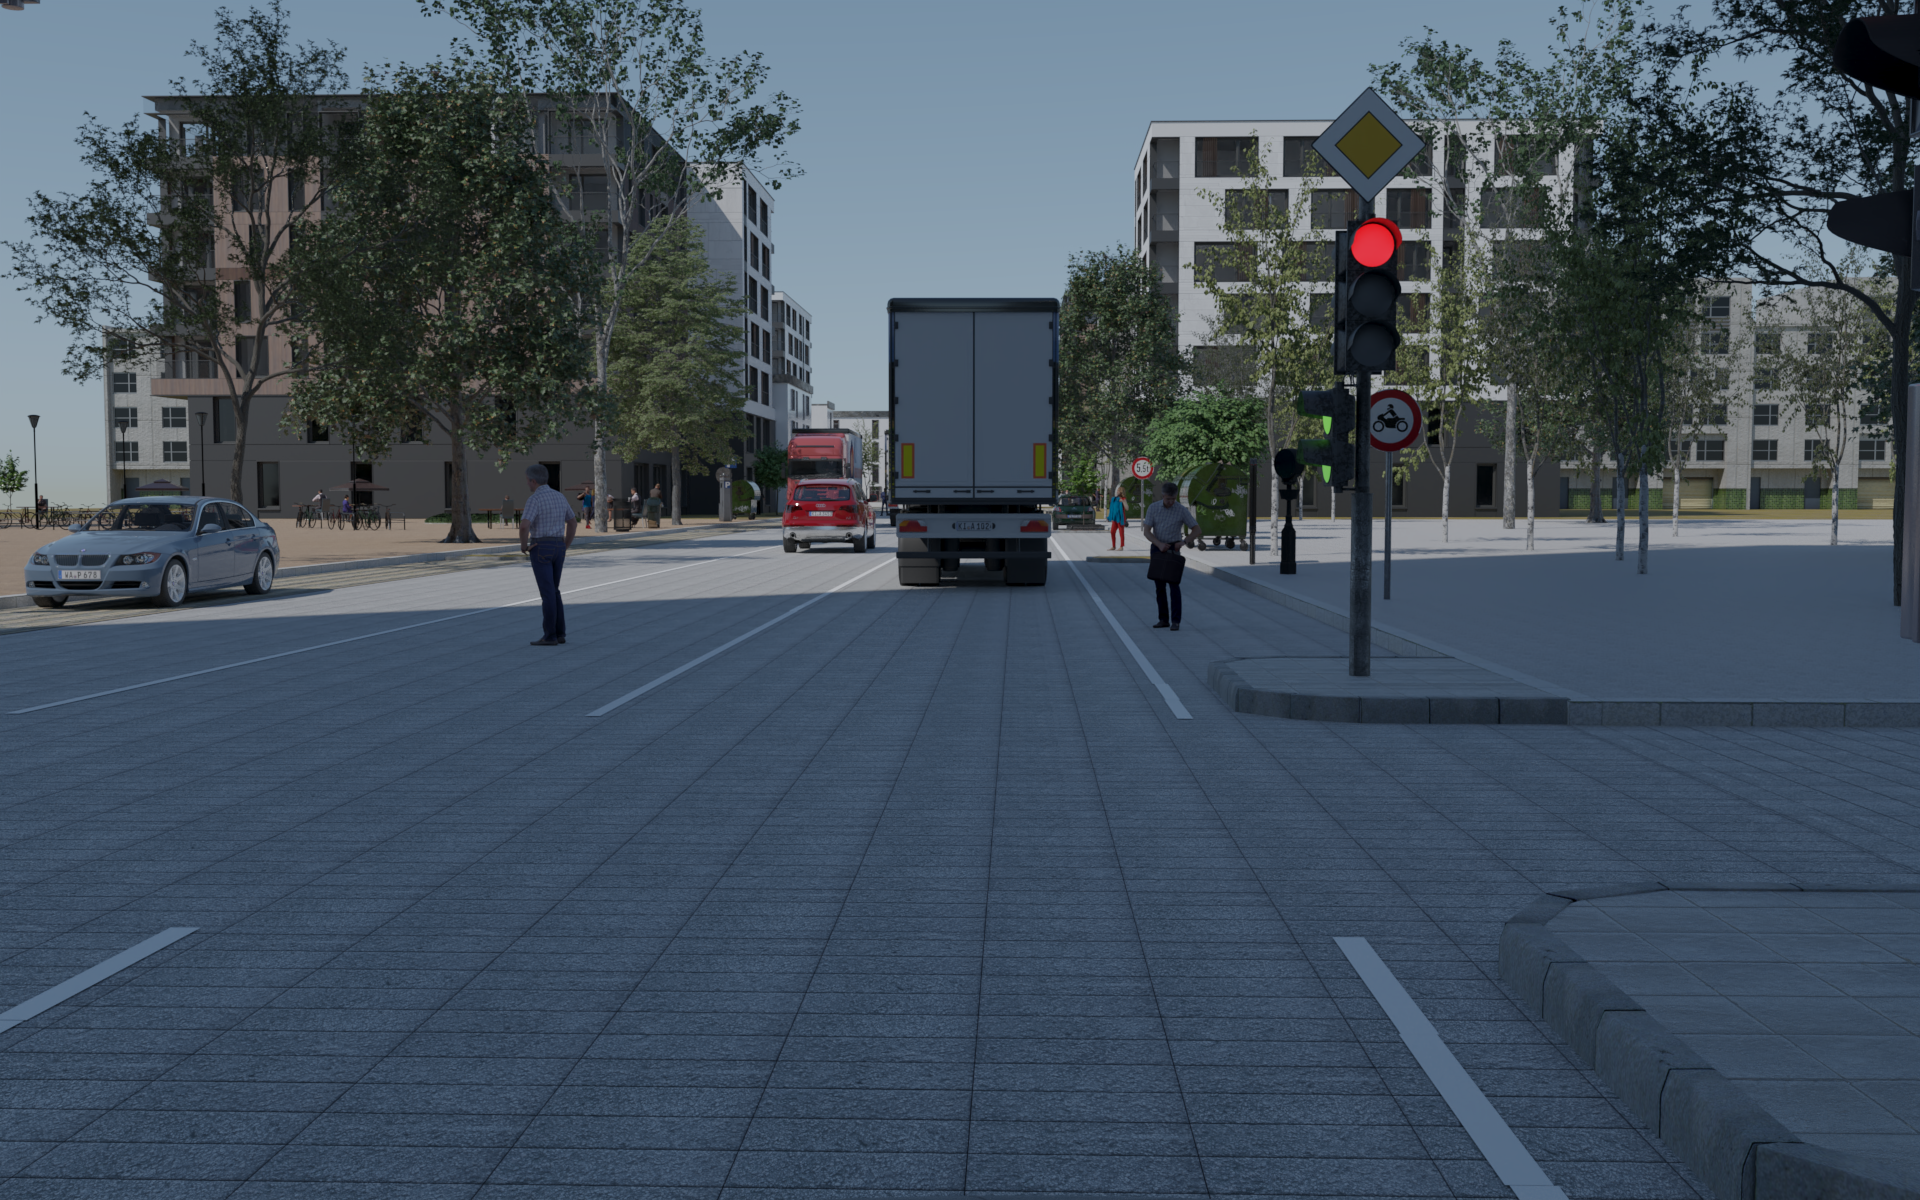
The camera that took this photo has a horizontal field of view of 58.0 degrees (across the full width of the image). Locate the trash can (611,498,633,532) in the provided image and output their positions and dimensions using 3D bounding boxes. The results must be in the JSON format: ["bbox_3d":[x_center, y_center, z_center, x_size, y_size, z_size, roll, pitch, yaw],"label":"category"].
[{"bbox_3d":[-11.490,-2.893,58.952,0.748,1.137,0.748,0,3,0],"label":"trash can"}]

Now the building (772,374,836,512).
[{"bbox_3d":[-15.972,-11.814,135.307,9.099,9.664,28.070,0,4,2],"label":"building"}]

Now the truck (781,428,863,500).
[{"bbox_3d":[-5.890,-5.329,76.047,2.839,4.237,11.283,0,4,1],"label":"truck"}]

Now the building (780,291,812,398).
[{"bbox_3d":[-33.579,-21.103,189.003,32.646,21.610,27.936,0,4,2],"label":"building"}]

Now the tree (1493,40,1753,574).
[{"bbox_3d":[10.728,-4.721,27.556,4.737,8.622,4.395,0,3,0],"label":"tree"}]

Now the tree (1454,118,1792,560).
[{"bbox_3d":[12.571,-5.067,33.215,4.360,8.622,3.978,0,3,0],"label":"tree"}]

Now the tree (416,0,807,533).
[{"bbox_3d":[-10.921,-12.377,58.249,12.611,20.169,13.585,0,3,0],"label":"tree"}]

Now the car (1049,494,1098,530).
[{"bbox_3d":[4.593,-3.689,70.095,2.009,1.686,4.222,0,4,3],"label":"car"}]

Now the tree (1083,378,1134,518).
[{"bbox_3d":[7.747,-8.625,91.387,4.737,8.622,4.395,0,3,0],"label":"tree"}]

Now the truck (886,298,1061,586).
[{"bbox_3d":[0.204,-2.533,30.334,2.839,4.237,11.283,0,3,0],"label":"truck"}]

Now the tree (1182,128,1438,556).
[{"bbox_3d":[6.749,-5.214,35.604,4.737,8.622,4.395,0,3,0],"label":"tree"}]

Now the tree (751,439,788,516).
[{"bbox_3d":[-11.039,-7.348,103.860,4.285,4.588,4.351,0,3,0],"label":"tree"}]

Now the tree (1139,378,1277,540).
[{"bbox_3d":[7.344,-3.990,48.956,4.285,4.588,4.351,0,3,0],"label":"tree"}]

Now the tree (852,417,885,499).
[{"bbox_3d":[-9.005,-13.122,164.906,4.737,8.622,4.395,0,3,0],"label":"tree"}]

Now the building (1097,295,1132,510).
[{"bbox_3d":[20.548,-17.003,144.455,16.747,18.905,31.486,0,4,2],"label":"building"}]

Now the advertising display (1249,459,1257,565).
[{"bbox_3d":[5.384,-1.629,31.845,0.123,1.923,0.974,1,4,9],"label":"advertising display"}]

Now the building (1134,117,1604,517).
[{"bbox_3d":[24.927,-16.329,110.949,27.936,21.610,32.646,0,4,2],"label":"building"}]

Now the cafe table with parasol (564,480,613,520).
[{"bbox_3d":[-18.173,-4.894,84.879,2.610,1.966,2.610,-2,4,-30],"label":"cafe table with parasol"}]

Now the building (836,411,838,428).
[{"bbox_3d":[-25.795,-13.143,157.031,28.070,9.664,9.099,0,4,2],"label":"building"}]

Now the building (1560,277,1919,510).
[{"bbox_3d":[64.807,-17.339,149.952,31.486,18.905,16.747,0,4,2],"label":"building"}]

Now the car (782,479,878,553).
[{"bbox_3d":[-3.263,-2.149,43.812,2.281,1.827,5.304,0,4,1],"label":"car"}]

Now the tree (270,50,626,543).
[{"bbox_3d":[-13.239,-7.840,45.193,9.611,12.733,9.660,0,3,0],"label":"tree"}]

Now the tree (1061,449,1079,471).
[{"bbox_3d":[9.988,-12.191,149.691,4.360,8.622,3.978,0,3,0],"label":"tree"}]

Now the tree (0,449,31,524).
[{"bbox_3d":[-40.528,-4.858,74.024,1.663,3.219,1.824,0,3,0],"label":"tree"}]

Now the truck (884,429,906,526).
[{"bbox_3d":[-1.805,-5.611,80.648,2.839,4.237,11.283,0,4,3],"label":"truck"}]

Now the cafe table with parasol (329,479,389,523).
[{"bbox_3d":[-26.742,-4.420,77.132,2.610,1.966,2.610,1,4,10],"label":"cafe table with parasol"}]

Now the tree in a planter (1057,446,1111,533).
[{"bbox_3d":[4.615,-4.108,64.384,1.991,3.239,1.994,0,4,2],"label":"tree in a planter"}]

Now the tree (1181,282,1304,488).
[{"bbox_3d":[10.124,-6.763,60.936,4.360,8.622,3.978,0,3,0],"label":"tree"}]

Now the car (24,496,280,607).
[{"bbox_3d":[-10.720,-0.691,23.305,2.014,1.417,4.499,0,4,0],"label":"car"}]

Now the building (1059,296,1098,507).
[{"bbox_3d":[27.227,-20.964,186.727,32.646,21.610,27.936,0,4,2],"label":"building"}]

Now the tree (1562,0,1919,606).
[{"bbox_3d":[10.546,-5.215,19.678,7.601,10.594,8.767,1,4,20],"label":"tree"}]

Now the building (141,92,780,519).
[{"bbox_3d":[-27.345,-15.965,105.008,27.936,21.610,32.646,0,4,2],"label":"building"}]

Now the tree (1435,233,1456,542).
[{"bbox_3d":[12.890,-5.846,45.946,4.737,8.622,4.395,0,3,0],"label":"tree"}]

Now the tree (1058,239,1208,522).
[{"bbox_3d":[6.998,-9.877,78.500,9.611,12.733,9.660,0,3,0],"label":"tree"}]

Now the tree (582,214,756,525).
[{"bbox_3d":[-12.077,-9.347,70.954,7.486,12.596,7.792,0,3,0],"label":"tree"}]

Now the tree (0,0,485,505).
[{"bbox_3d":[-13.495,-5.990,32.343,7.601,10.594,8.767,2,4,29],"label":"tree"}]

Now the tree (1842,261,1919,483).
[{"bbox_3d":[28.179,-6.176,51.332,4.737,8.622,4.395,0,3,0],"label":"tree"}]

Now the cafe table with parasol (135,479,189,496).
[{"bbox_3d":[-35.560,-4.429,77.281,2.610,1.966,2.610,3,5,41],"label":"cafe table with parasol"}]

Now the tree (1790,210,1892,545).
[{"bbox_3d":[21.738,-5.687,43.347,4.360,8.622,3.978,0,3,0],"label":"tree"}]

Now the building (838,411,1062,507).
[{"bbox_3d":[-3.424,-14.484,178.960,28.070,9.664,9.099,0,4,2],"label":"building"}]

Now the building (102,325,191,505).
[{"bbox_3d":[-56.430,-17.611,154.400,31.486,18.905,16.747,0,4,2],"label":"building"}]

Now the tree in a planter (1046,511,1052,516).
[{"bbox_3d":[6.295,-7.137,113.915,1.991,3.239,1.994,0,4,2],"label":"tree in a planter"}]
